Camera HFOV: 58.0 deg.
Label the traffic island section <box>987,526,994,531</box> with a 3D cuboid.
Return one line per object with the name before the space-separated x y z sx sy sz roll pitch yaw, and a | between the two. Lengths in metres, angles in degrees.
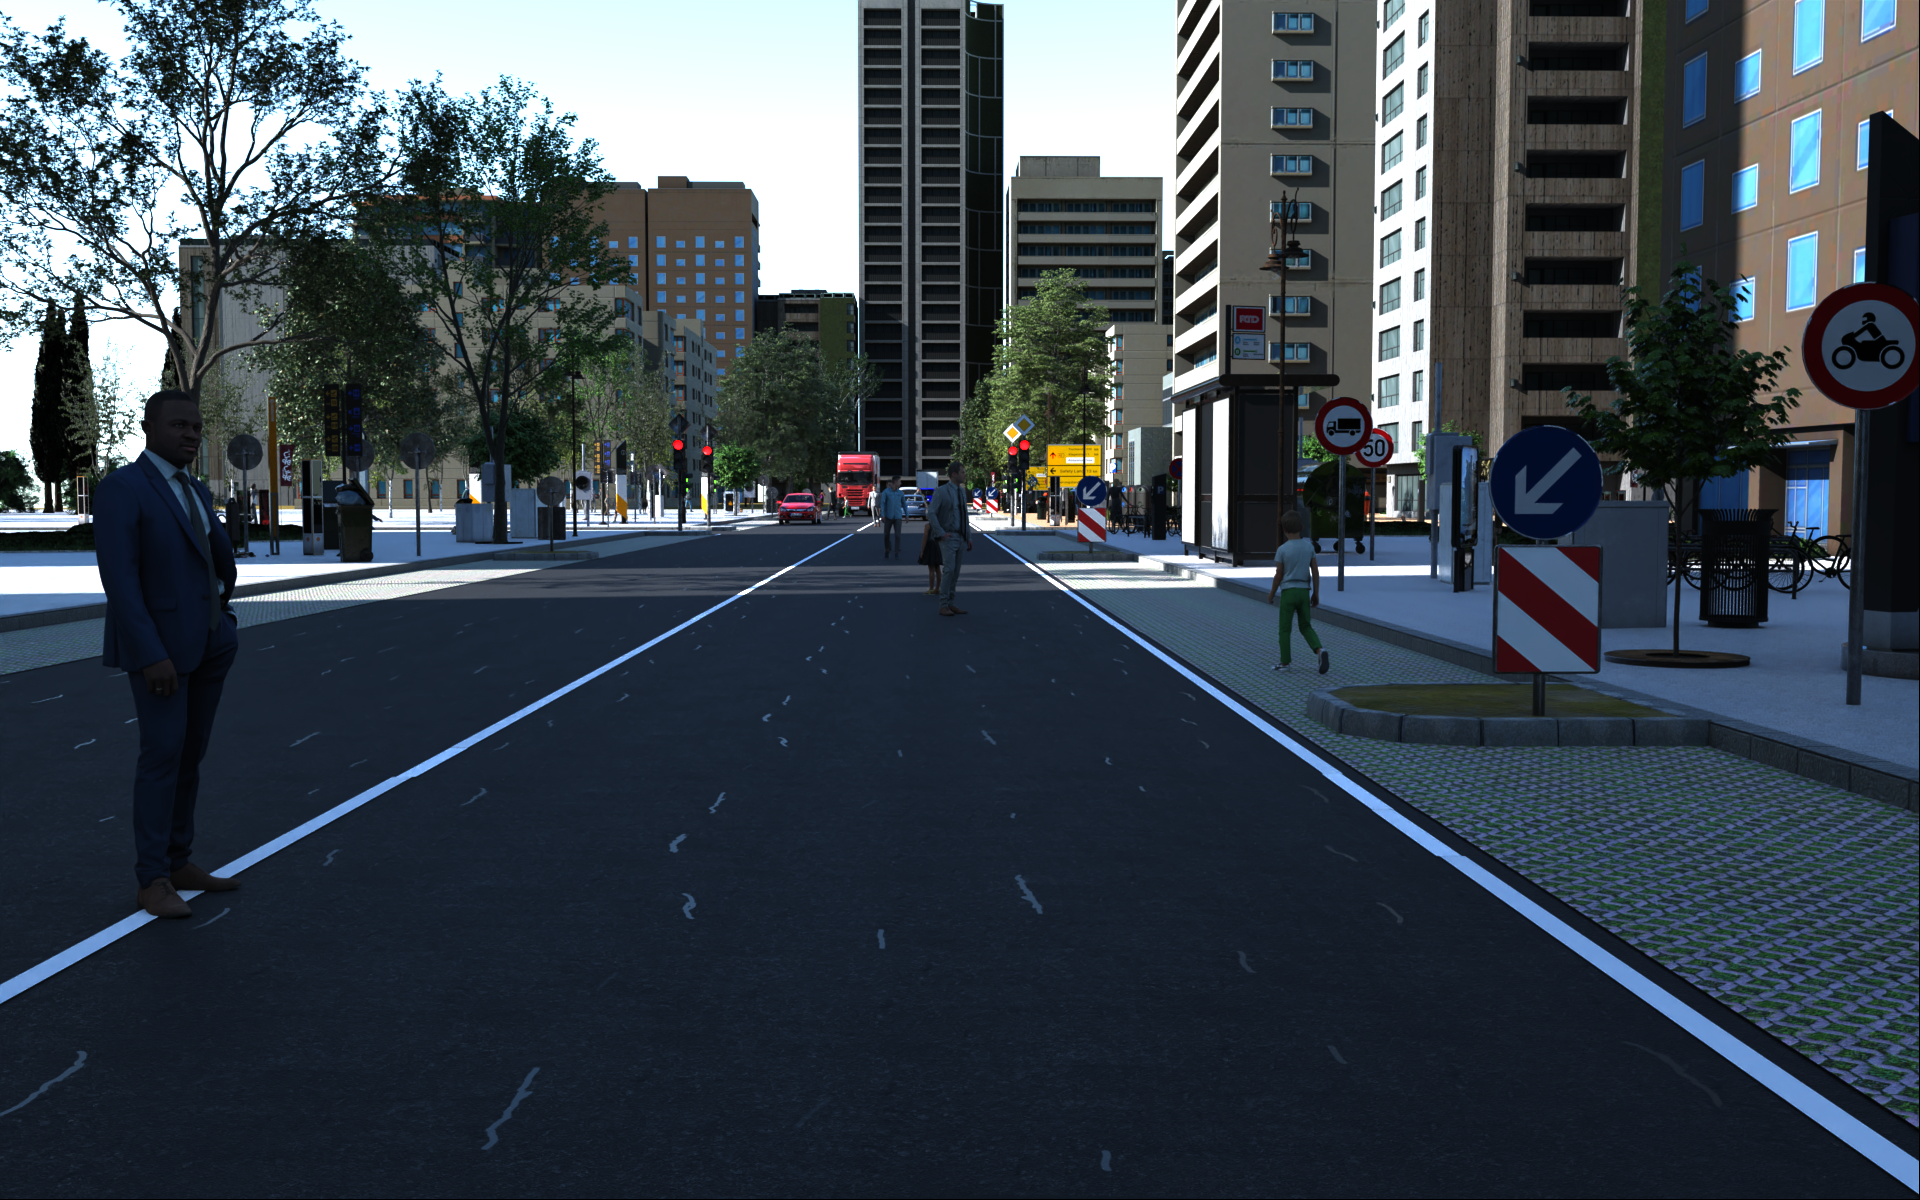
traffic island section | 2.102 -2.836 68.645 2.009 0.180 2.903 0 4 -1

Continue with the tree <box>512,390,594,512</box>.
tree | -26.647 -9.812 110.792 4.737 8.622 4.395 0 3 0

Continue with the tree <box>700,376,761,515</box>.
tree | -14.150 -9.567 106.784 4.360 8.622 3.978 0 3 0

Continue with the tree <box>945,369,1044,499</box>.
tree | 3.302 -14.780 158.658 9.611 12.733 9.660 0 3 0

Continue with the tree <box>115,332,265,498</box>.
tree | -34.424 -7.785 77.641 4.360 8.622 3.978 0 3 0

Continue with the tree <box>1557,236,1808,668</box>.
tree | 5.340 -1.133 13.127 1.663 3.219 1.824 0 3 0

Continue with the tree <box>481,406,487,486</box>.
tree | -35.957 -11.315 135.363 4.737 8.622 4.395 0 3 0

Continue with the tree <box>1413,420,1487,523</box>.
tree | 21.533 -5.661 76.278 4.285 4.588 4.351 0 3 0

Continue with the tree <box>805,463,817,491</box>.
tree | -14.674 -13.077 164.169 4.737 8.622 4.395 0 3 0

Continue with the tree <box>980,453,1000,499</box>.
tree | 2.818 -13.918 177.925 4.360 8.622 3.978 0 3 0

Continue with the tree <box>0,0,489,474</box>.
tree | -11.694 -5.613 26.186 7.601 10.594 8.767 2 4 25

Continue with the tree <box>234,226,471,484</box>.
tree | -26.112 -9.621 74.312 9.611 12.733 9.660 0 3 0

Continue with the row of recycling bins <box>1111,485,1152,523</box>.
row of recycling bins | 7.754 -4.288 77.216 1.069 1.692 3.534 -1 4 -20

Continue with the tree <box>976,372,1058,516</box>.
tree | 3.569 -9.455 104.956 4.737 8.622 4.395 0 3 0

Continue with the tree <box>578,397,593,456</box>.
tree | -22.818 -9.574 90.941 7.601 10.594 8.767 2 4 33

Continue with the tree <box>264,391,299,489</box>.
tree | -37.799 -8.559 90.309 4.360 8.622 3.978 0 3 0

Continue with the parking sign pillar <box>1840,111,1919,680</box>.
parking sign pillar | 7.124 -1.457 12.300 1.447 3.967 1.447 0 4 -8

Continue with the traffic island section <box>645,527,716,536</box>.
traffic island section | -9.782 -2.333 60.432 2.009 0.180 2.903 0 4 -1

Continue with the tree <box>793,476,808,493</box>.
tree | -13.776 -9.568 151.038 1.663 3.219 1.824 0 3 0

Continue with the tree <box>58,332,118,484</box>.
tree | -39.126 -7.876 79.138 4.360 8.622 3.978 0 3 0

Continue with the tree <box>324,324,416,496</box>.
tree | -36.400 -11.424 104.901 7.486 12.596 7.792 0 3 0

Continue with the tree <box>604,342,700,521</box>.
tree | -14.937 -8.117 83.070 4.360 8.622 3.978 0 3 0

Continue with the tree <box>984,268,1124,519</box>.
tree | 4.665 -10.343 87.227 7.486 12.596 7.792 0 3 0

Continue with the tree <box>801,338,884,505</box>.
tree | -16.350 -21.750 211.502 12.611 20.169 13.585 0 3 0

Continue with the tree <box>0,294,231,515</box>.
tree | -59.609 -13.317 119.556 18.604 14.587 13.155 -1 4 -10

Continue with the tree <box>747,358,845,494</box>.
tree | -13.983 -13.787 142.426 9.611 12.733 9.660 0 3 0

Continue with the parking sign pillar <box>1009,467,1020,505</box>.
parking sign pillar | 3.863 -8.266 123.624 1.447 3.967 1.447 -1 4 -17

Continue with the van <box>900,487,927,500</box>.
van | -3.012 -6.008 105.243 2.013 2.044 4.112 0 4 0

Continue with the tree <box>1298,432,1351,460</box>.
tree | 17.830 -6.275 86.310 4.285 4.588 4.351 0 3 0

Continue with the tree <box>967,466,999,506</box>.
tree | 2.186 -13.848 210.131 4.285 4.588 4.351 0 3 0

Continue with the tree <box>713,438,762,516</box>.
tree | -13.061 -7.159 100.762 4.285 4.588 4.351 0 3 0

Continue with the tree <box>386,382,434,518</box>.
tree | -30.547 -8.725 93.012 4.737 8.622 4.395 0 3 0

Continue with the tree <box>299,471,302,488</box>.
tree | -36.460 -8.903 95.922 4.360 8.622 3.978 0 3 0

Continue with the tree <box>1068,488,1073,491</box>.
tree | 7.266 -7.222 112.688 1.663 3.219 1.824 0 3 0

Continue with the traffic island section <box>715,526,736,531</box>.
traffic island section | -9.937 -2.822 68.416 2.009 0.180 2.903 0 4 -1

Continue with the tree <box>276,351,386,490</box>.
tree | -31.483 -8.235 84.999 4.737 8.622 4.395 0 3 0

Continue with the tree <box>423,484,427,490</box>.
tree | -38.267 -10.789 126.758 4.360 8.622 3.978 0 3 0

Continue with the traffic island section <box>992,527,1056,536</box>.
traffic island section | 2.257 -2.347 60.661 2.009 0.180 2.903 0 4 -1

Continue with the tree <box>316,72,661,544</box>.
tree | -11.965 -7.245 44.214 9.928 11.665 9.643 0 3 0

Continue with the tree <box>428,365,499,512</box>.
tree | -28.208 -9.135 99.717 4.360 8.622 3.978 0 3 0

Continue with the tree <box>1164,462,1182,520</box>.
tree | 11.096 -5.681 87.478 1.663 3.219 1.824 0 3 0

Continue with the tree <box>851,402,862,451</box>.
tree | -15.157 -16.556 177.340 9.857 13.997 8.962 0 3 0

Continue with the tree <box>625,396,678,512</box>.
tree | -22.458 -10.647 124.446 4.737 8.622 4.395 0 3 0

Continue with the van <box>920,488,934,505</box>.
van | -3.644 -11.213 187.718 2.240 2.365 5.245 0 4 -2

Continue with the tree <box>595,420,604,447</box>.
tree | -28.178 -10.771 126.468 4.737 8.622 4.395 0 3 0

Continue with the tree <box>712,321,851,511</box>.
tree | -14.370 -13.590 128.844 9.857 13.997 8.962 0 3 0

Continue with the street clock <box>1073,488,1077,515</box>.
street clock | 6.986 -6.069 103.794 0.471 2.002 0.358 2 4 32

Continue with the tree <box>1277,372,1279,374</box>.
tree | 18.339 -9.429 104.530 4.737 8.622 4.395 0 3 0

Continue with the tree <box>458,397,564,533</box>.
tree | -15.057 -4.555 58.187 4.285 4.588 4.351 0 3 0

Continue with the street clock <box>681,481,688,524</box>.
street clock | -12.049 -4.330 75.367 0.358 2.002 0.471 1 4 15
